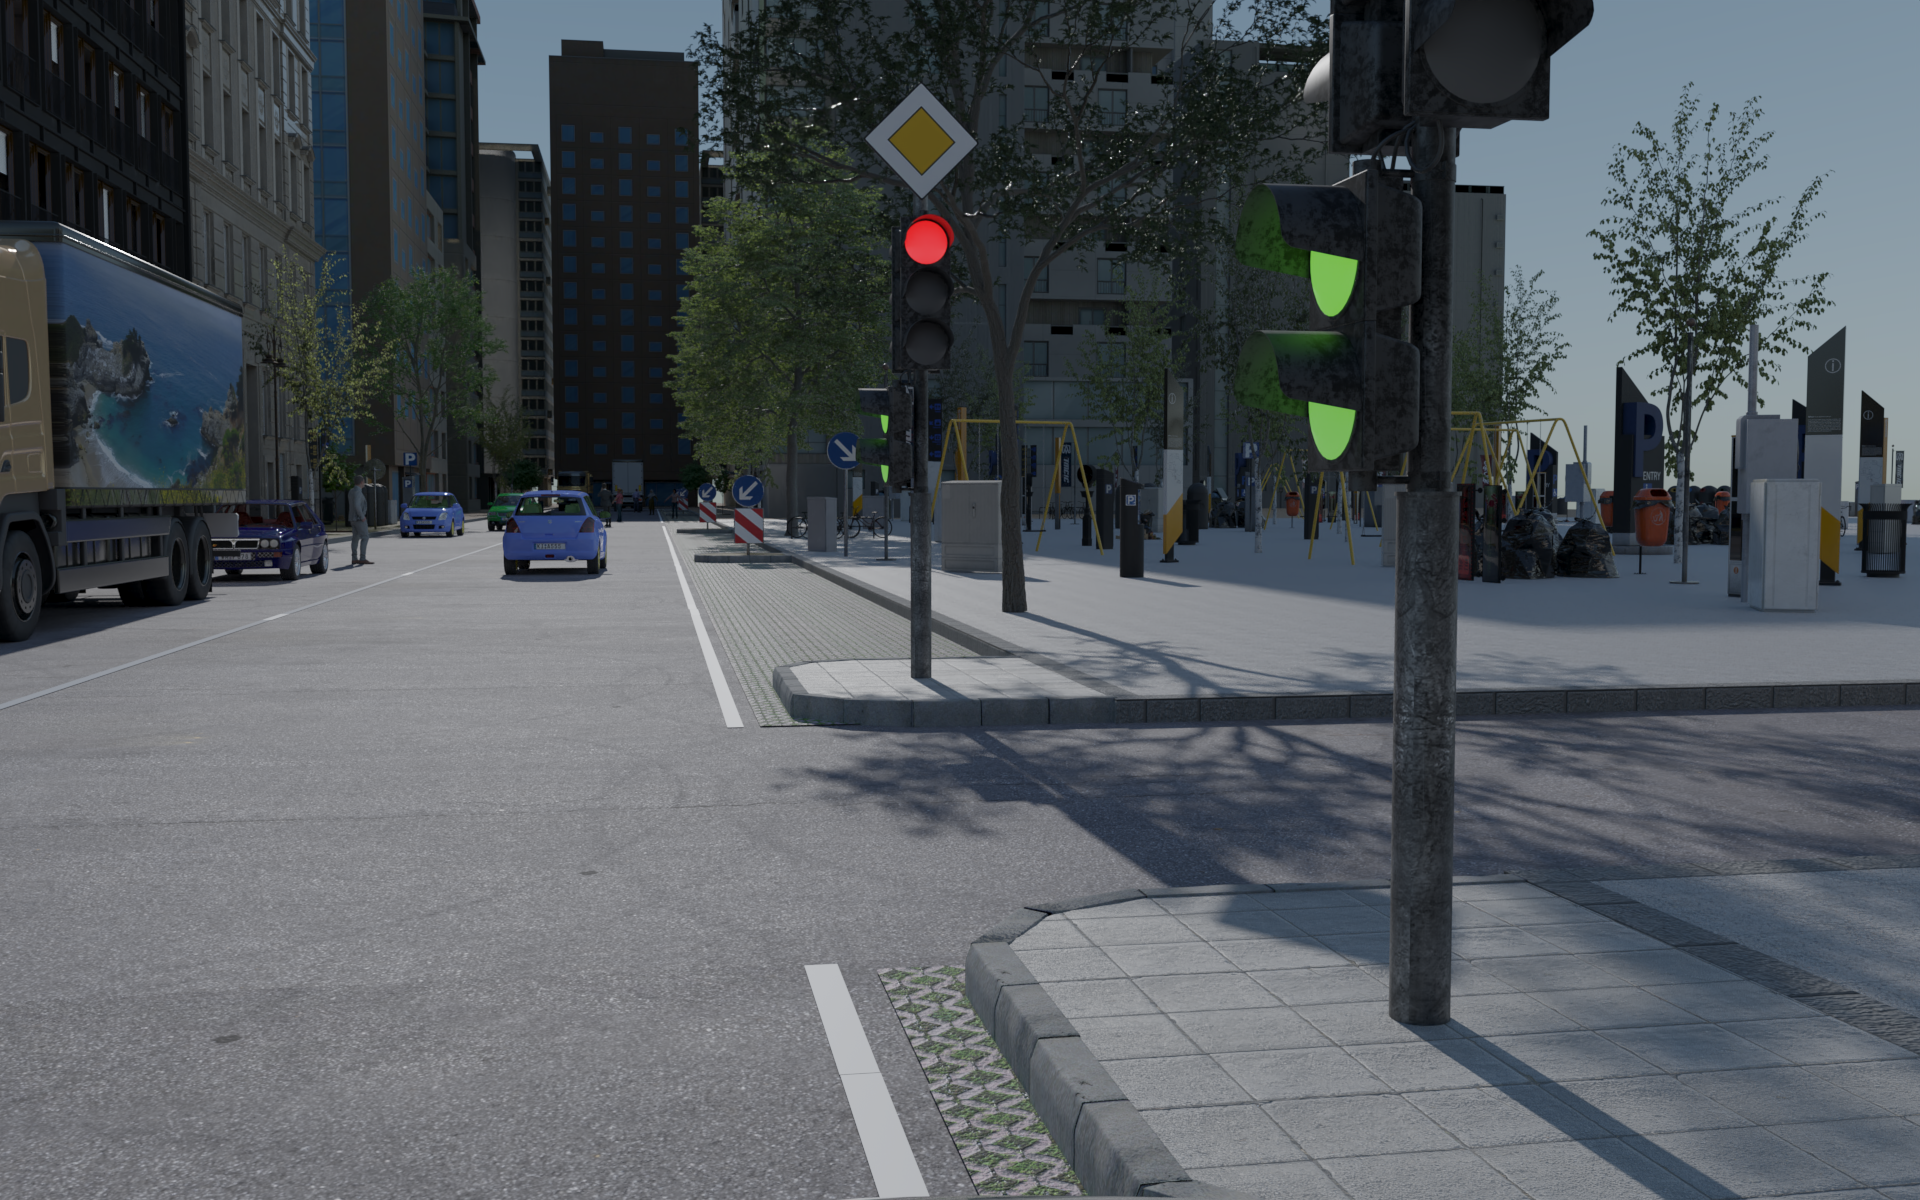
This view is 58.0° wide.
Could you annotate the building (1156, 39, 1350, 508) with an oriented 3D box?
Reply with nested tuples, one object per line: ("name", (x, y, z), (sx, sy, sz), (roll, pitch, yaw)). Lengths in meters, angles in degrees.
("building", (26.848, -29.186, 160.791), (14.086, 41.232, 14.154), (-1, 4, -10))

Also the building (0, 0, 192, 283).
("building", (-25.173, -12.688, 37.124), (12.332, 23.373, 15.834), (-1, 4, -10))

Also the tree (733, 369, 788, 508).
("tree", (-9.297, -8.061, 82.153), (4.737, 8.622, 4.395), (0, 3, 0))

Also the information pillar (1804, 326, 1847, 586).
("information pillar", (12.119, -2.013, 24.272), (0.504, 3.616, 0.183), (2, 4, 33))

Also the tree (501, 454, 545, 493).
("tree", (-35.228, -9.477, 138.666), (4.285, 4.588, 4.351), (0, 3, 0))

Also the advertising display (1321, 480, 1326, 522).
("advertising display", (16.364, -4.553, 79.657), (0.974, 1.923, 0.123), (3, 4, 36))

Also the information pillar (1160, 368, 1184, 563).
("information pillar", (3.979, -2.510, 32.386), (0.504, 3.616, 0.183), (-3, 5, -44))

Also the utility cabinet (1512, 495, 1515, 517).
("utility cabinet", (25.022, -4.177, 79.462), (1.020, 1.237, 0.306), (2, 4, 28))

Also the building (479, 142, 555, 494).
("building", (-54.990, -29.933, 181.291), (23.993, 40.220, 32.217), (-1, 4, -10))

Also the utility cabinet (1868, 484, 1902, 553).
("utility cabinet", (19.966, -1.757, 37.402), (0.318, 1.500, 1.173), (3, 5, 44))

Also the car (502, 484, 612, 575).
("car", (-7.484, -1.383, 32.200), (1.945, 1.707, 3.694), (-1, 4, -9))

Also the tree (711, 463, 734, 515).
("tree", (-14.599, -6.899, 107.401), (1.663, 3.219, 1.824), (0, 3, 0))

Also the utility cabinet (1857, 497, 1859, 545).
("utility cabinet", (23.053, -1.988, 43.664), (1.020, 1.237, 0.306), (-2, 4, -31))

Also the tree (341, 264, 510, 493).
("tree", (-24.169, -9.308, 77.937), (9.928, 11.665, 9.643), (0, 3, 0))

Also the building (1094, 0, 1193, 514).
("building", (-1.191, -32.499, 120.598), (28.713, 52.752, 27.495), (-1, 4, -10))

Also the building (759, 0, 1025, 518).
("building", (-4.443, -25.384, 98.621), (14.154, 41.232, 14.086), (-1, 4, -10))

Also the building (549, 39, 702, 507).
("building", (-33.658, -32.123, 175.327), (14.200, 45.320, 14.600), (-1, 4, -10))

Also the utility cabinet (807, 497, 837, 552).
("utility cabinet", (-3.084, -1.691, 38.814), (0.306, 1.237, 1.020), (-2, 4, -28))

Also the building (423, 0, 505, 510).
("building", (-52.798, -29.876, 143.091), (28.867, 44.769, 22.147), (-1, 4, -10))

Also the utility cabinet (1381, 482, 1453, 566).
("utility cabinet", (8.028, -1.330, 30.425), (1.173, 1.500, 0.318), (0, 4, 6))

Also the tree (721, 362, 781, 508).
("tree", (-10.835, -8.430, 88.190), (4.360, 8.622, 3.978), (0, 3, 0))

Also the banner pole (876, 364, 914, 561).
("banner pole", (-1.194, -2.651, 33.367), (0.863, 3.779, 0.401), (0, 4, -1))

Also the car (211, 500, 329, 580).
("car", (-12.057, -1.054, 29.817), (1.945, 1.354, 3.894), (-1, 4, -10))

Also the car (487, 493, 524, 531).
("car", (-17.744, -3.683, 69.021), (1.959, 1.807, 4.718), (-1, 4, -8))

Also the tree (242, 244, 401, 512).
("tree", (-19.266, -6.210, 51.902), (4.360, 8.622, 3.978), (0, 3, 0))

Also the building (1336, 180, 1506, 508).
("building", (41.593, -23.957, 163.390), (14.107, 30.474, 14.160), (-1, 4, -10))

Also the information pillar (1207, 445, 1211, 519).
("information pillar", (11.958, -5.618, 83.205), (0.183, 3.616, 0.504), (0, 4, -6))

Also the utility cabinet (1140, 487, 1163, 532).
("utility cabinet", (6.384, -3.010, 57.886), (0.318, 1.500, 1.173), (-2, 4, -28))

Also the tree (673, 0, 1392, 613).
("tree", (0.668, -5.166, 18.879), (8.767, 10.594, 7.601), (1, 4, 9))

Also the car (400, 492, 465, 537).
("car", (-17.871, -3.002, 58.677), (1.945, 1.707, 3.694), (0, 4, -8))

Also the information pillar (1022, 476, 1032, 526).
("information pillar", (2.719, -4.048, 70.669), (0.304, 2.012, 0.304), (3, 4, 38))

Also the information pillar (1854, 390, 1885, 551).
("information pillar", (20.536, -2.919, 39.086), (0.504, 3.616, 0.183), (1, 4, 11))

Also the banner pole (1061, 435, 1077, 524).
("banner pole", (4.664, -5.108, 73.533), (0.863, 3.779, 0.401), (1, 4, 20))

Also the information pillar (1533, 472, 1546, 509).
("information pillar", (19.678, -3.325, 58.862), (0.304, 2.012, 0.304), (-1, 4, -12))

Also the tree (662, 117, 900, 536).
("tree", (-4.714, -8.228, 52.658), (7.486, 12.596, 7.792), (0, 3, 0))

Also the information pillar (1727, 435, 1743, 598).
("information pillar", (9.776, -1.040, 21.496), (0.304, 2.012, 0.304), (-1, 4, -14))

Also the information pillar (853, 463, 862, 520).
("information pillar", (-5.068, -5.752, 85.405), (0.504, 3.616, 0.183), (-1, 4, -22))

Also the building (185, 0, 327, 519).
("building", (-29.468, -15.886, 56.992), (12.463, 27.353, 25.104), (-1, 4, -10))

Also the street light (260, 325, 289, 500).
("street light", (-18.755, -4.571, 47.519), (0.468, 5.910, 1.993), (-1, 4, -10))

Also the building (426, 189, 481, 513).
("building", (-46.231, -16.186, 109.677), (27.650, 21.520, 28.899), (-1, 4, -10))

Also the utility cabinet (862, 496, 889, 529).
("utility cabinet", (-3.087, -3.193, 63.375), (1.020, 1.237, 0.306), (3, 4, 37))

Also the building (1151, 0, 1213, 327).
("building", (10.285, -39.425, 186.604), (28.212, 58.520, 21.231), (-1, 4, -10))

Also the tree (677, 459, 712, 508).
("tree", (-24.890, -10.932, 162.452), (4.285, 4.588, 4.351), (0, 3, 0))

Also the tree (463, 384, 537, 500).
("tree", (-30.257, -9.985, 113.625), (4.737, 8.622, 4.395), (0, 3, 0))

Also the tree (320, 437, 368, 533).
("tree", (-20.879, -3.863, 57.756), (1.663, 3.219, 1.824), (0, 3, 0))

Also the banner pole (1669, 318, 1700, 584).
("banner pole", (10.300, -2.109, 24.501), (0.401, 3.779, 0.863), (1, 4, 21))

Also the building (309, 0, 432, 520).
("building", (-35.530, -26.835, 88.856), (14.600, 45.320, 14.200), (-1, 4, -10))

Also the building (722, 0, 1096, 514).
("building", (-6.096, -34.151, 147.601), (28.713, 52.752, 27.495), (-1, 4, -10))

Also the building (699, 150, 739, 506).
("building", (-16.517, -30.353, 188.151), (23.993, 40.220, 32.217), (-1, 4, -10))

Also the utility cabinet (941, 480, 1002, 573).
("utility cabinet", (0.236, -1.199, 28.280), (1.173, 1.500, 0.318), (3, 4, 38))

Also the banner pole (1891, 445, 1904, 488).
("banner pole", (47.388, -5.973, 87.674), (0.863, 3.779, 0.401), (0, 4, -6))
